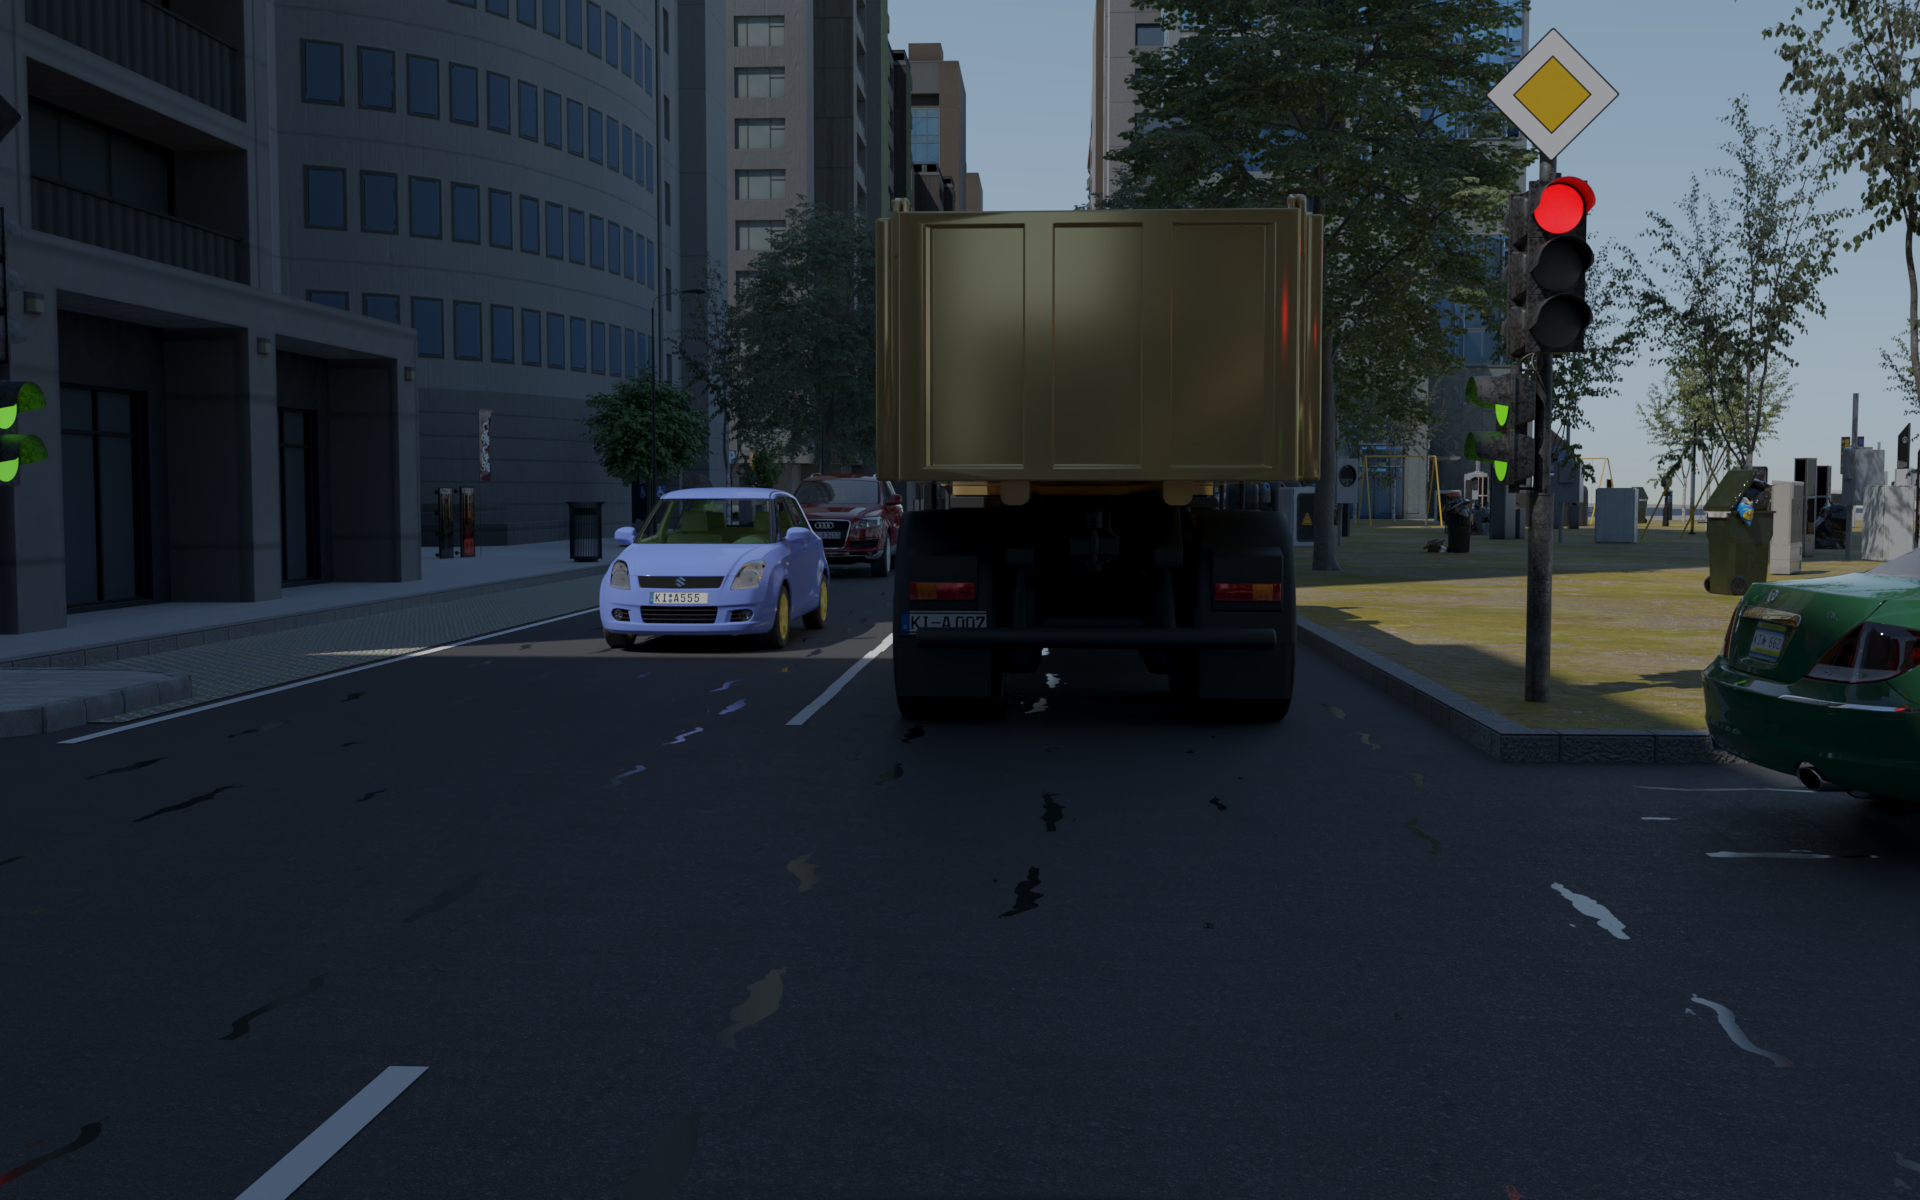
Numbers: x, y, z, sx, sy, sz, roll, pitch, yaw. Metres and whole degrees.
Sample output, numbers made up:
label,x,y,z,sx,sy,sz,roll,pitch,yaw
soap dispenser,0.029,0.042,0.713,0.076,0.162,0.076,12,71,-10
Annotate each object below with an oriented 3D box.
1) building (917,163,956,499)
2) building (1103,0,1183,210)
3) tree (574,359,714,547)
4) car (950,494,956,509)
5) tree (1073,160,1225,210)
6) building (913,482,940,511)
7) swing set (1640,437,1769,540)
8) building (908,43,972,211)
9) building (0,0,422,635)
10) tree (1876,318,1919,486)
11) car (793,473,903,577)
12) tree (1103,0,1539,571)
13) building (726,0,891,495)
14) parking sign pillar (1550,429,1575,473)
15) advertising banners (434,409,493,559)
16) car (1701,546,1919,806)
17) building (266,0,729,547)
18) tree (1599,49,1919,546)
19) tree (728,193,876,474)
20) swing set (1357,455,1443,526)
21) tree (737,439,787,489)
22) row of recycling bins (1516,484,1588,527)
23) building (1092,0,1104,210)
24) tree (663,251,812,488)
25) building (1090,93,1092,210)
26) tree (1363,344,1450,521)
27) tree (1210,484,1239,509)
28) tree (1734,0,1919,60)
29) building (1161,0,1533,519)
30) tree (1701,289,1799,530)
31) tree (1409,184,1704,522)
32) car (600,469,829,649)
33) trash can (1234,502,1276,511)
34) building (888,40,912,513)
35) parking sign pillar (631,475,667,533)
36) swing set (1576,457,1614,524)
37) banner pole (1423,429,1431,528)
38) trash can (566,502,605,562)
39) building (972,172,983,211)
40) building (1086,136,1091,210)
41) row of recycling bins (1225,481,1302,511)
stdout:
label,x,y,z,sx,sy,sz,roll,pitch,yaw
building,-7.773,-23.217,151.293,14.160,30.474,14.107,0,4,3
building,21.418,-36.058,131.555,21.231,58.520,28.212,0,4,3
tree,-7.703,-3.580,42.253,4.285,4.588,4.351,0,3,0
car,-0.136,-6.936,123.627,2.015,1.641,3.980,0,4,3
tree,7.363,-9.632,64.133,9.857,13.997,8.962,0,3,0
building,-16.057,-17.429,130.003,27.650,21.520,28.899,0,4,3
swing set,20.994,-3.108,48.438,2.862,2.851,3.119,3,5,44
building,-6.631,-32.215,176.821,14.600,45.320,14.200,0,4,3
building,-18.478,-35.566,19.757,20.563,71.187,20.611,0,4,3
tree,29.374,-6.125,50.508,4.737,8.622,4.395,0,3,0
car,-2.137,-1.410,31.727,2.281,1.827,5.304,0,4,3
tree,5.903,-6.753,28.536,7.486,12.596,7.792,0,3,0
building,-11.421,-25.075,93.566,14.154,41.232,14.086,0,4,3
parking sign pillar,24.377,-5.022,70.580,1.447,3.967,1.447,-2,4,-27
advertising banners,-9.998,-2.376,35.036,0.090,3.025,2.074,1,4,17
car,5.727,0.284,7.149,4.920,1.459,2.131,0,4,4
building,-20.239,-31.232,52.637,21.231,58.520,28.212,0,4,3
tree,14.193,-4.961,31.468,4.360,8.622,3.978,0,3,0
tree,-5.823,-10.302,75.091,9.857,13.997,8.962,0,3,0
swing set,17.821,-4.470,70.700,3.119,2.851,2.862,0,4,3
tree,-6.934,-3.998,59.961,1.663,3.219,1.824,0,3,0
row of recycling bins,23.327,-3.751,68.440,3.534,1.692,1.069,-1,4,-21
building,18.737,-30.799,153.679,14.600,45.320,14.200,0,4,3
tree,-6.932,-6.300,53.363,4.360,8.622,3.978,0,3,0
building,24.625,-34.210,183.030,21.300,48.544,21.600,0,4,3
tree,20.930,-8.083,82.516,4.360,8.622,3.978,0,3,0
tree,5.648,-3.341,38.339,4.285,4.588,4.351,0,3,0
tree,9.261,-4.015,16.002,4.360,8.622,3.978,0,3,0
building,20.717,-48.225,101.144,22.319,86.520,31.000,0,4,3
tree,26.885,-6.811,61.724,4.737,8.622,4.395,0,3,0
tree,14.129,-5.562,41.293,4.737,8.622,4.395,0,3,0
car,-2.365,-0.467,17.219,1.945,1.707,3.694,0,4,4
trash can,5.331,-1.203,31.316,0.748,1.137,0.748,0,3,0
building,-10.503,-20.565,107.936,14.160,30.474,14.107,0,4,3
parking sign pillar,-8.738,-3.681,48.658,1.447,3.967,1.447,-3,5,-40
swing set,26.720,-4.731,74.971,3.119,2.851,2.862,3,5,45
banner pole,17.884,-4.661,66.220,0.401,3.779,0.863,0,4,7
trash can,-7.073,-1.289,32.728,0.748,1.137,0.748,0,3,0
building,-4.075,-35.794,235.339,14.600,45.320,14.200,0,4,3
building,26.270,-33.893,208.777,22.147,44.769,28.867,0,4,3
row of recycling bins,7.968,-2.351,45.558,1.069,1.692,3.534,2,4,35
